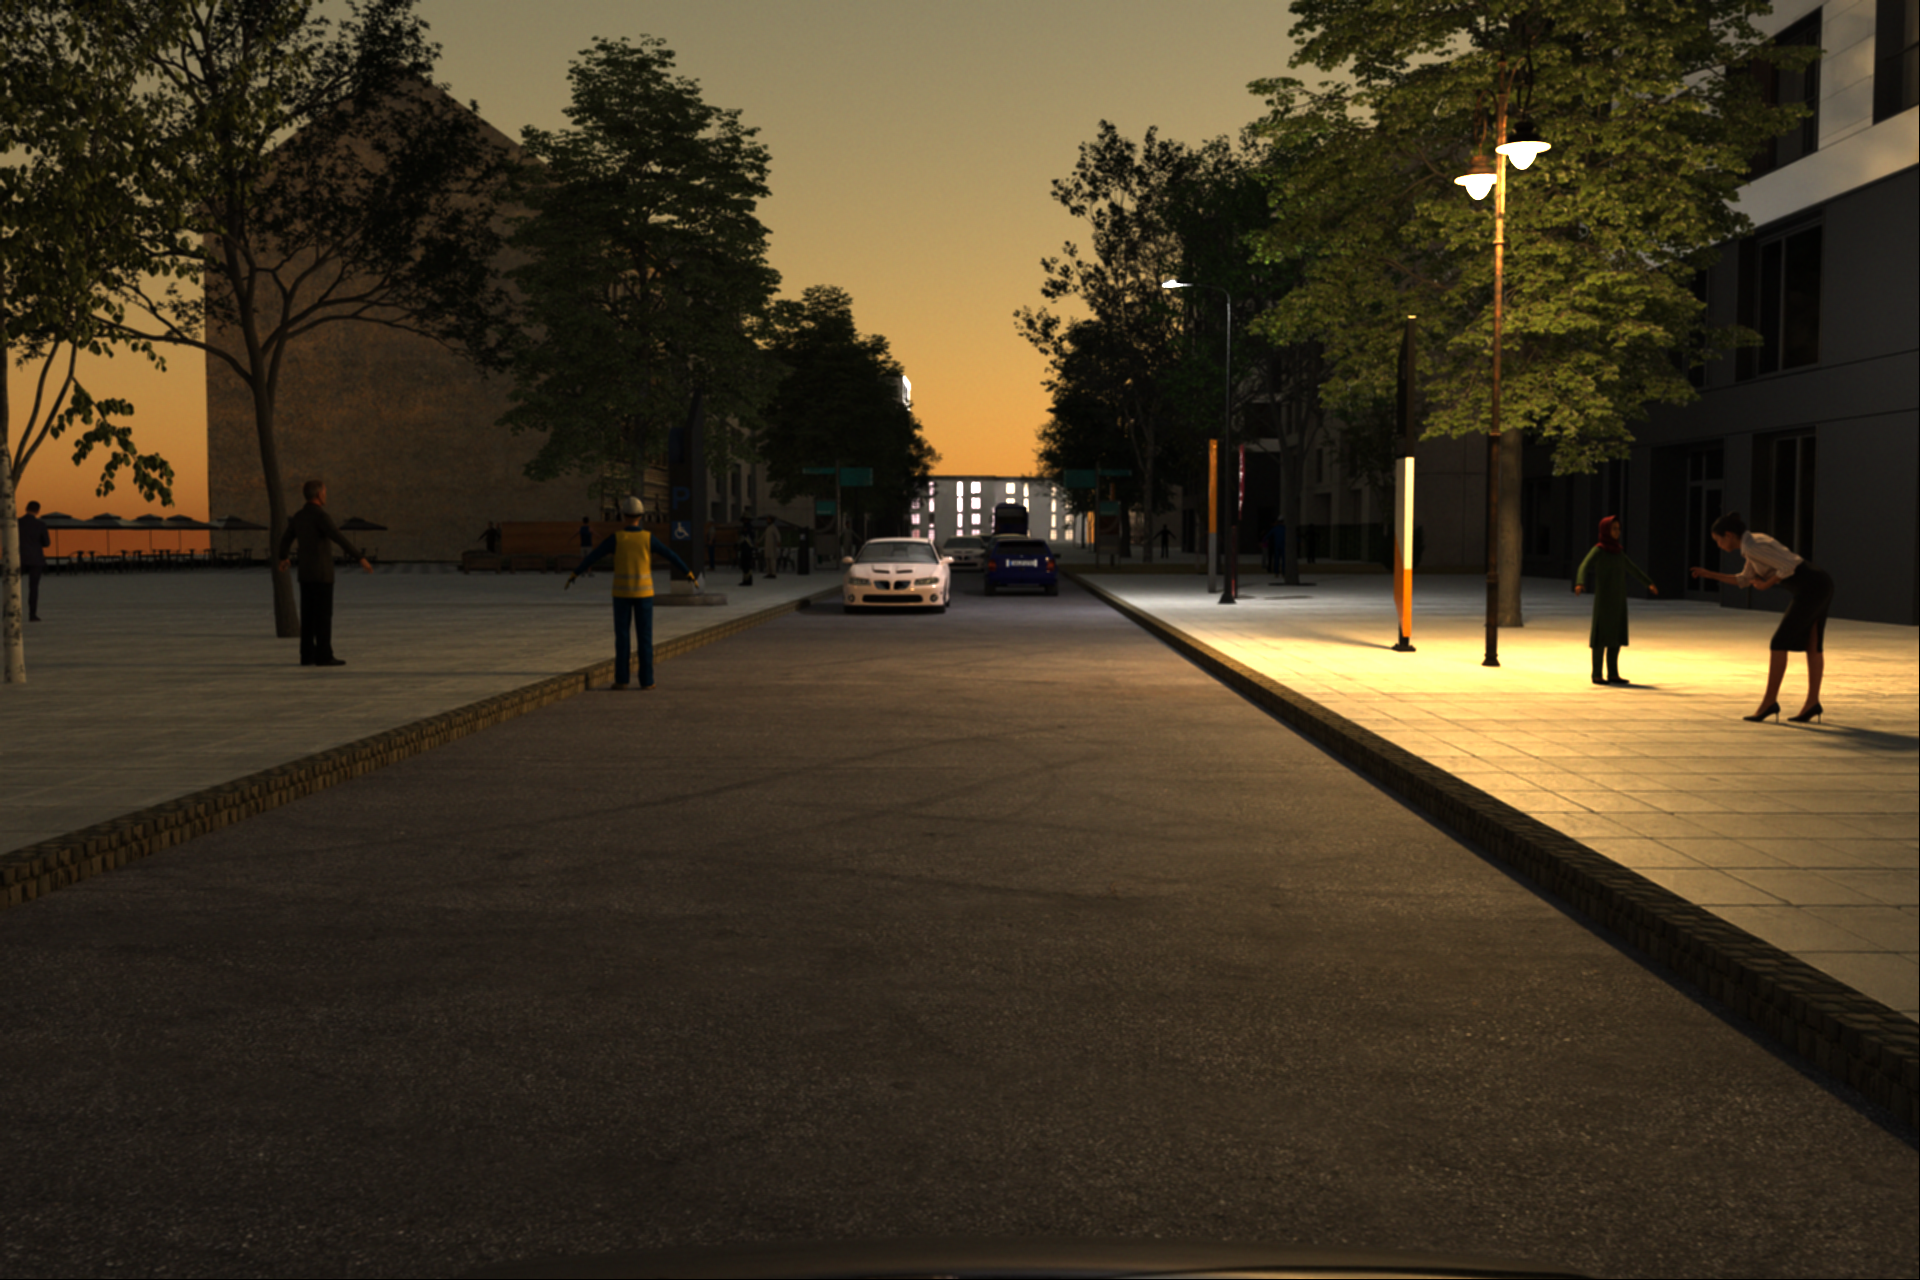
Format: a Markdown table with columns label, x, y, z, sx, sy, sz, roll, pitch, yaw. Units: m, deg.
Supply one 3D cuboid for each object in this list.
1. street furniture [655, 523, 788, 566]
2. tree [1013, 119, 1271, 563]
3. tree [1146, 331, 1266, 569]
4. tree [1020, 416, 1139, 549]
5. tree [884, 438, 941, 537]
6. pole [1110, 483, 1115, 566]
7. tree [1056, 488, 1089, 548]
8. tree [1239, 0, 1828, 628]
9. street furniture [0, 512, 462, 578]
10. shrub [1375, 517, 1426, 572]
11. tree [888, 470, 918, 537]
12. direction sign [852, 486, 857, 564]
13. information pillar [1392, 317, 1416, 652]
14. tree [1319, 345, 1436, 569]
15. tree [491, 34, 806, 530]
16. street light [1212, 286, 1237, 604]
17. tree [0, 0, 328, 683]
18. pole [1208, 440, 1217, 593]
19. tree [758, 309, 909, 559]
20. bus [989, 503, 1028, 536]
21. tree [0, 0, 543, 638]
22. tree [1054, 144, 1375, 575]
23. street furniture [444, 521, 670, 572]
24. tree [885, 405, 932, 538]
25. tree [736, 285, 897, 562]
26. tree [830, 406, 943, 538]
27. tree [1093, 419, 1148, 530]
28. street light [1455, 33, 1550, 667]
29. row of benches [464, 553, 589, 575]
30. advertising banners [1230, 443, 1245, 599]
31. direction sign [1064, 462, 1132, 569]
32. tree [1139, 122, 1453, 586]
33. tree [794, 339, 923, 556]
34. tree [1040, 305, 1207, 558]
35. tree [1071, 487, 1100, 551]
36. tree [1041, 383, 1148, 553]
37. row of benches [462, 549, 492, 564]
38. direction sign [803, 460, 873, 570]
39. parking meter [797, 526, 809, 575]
| label | x | y | z | sx | sy | sz | roll | pitch | yaw |
| --- | --- | --- | --- | --- | --- | --- | --- | --- | --- |
| street furniture | -12.941 | -4.127 | 74.324 | 11.010 | 1.723 | 9.812 | 0 | 4 | -8 |
| tree | 8.536 | -13.608 | 78.372 | 12.611 | 20.169 | 13.585 | 0 | 3 | 0 |
| tree | 8.956 | -6.910 | 63.335 | 4.737 | 8.622 | 4.395 | 0 | 3 | 0 |
| tree | 10.777 | -14.700 | 150.710 | 12.009 | 13.543 | 11.850 | 0 | 3 | 0 |
| tree | -5.062 | -12.748 | 142.837 | 7.601 | 10.594 | 8.767 | -1 | 4 | -23 |
| pole | 6.087 | -4.605 | 69.141 | 0.158 | 3.312 | 0.155 | 0 | 3 | 0 |
| tree | 10.765 | -12.914 | 161.507 | 4.737 | 8.622 | 4.395 | 0 | 3 | 0 |
| tree | 7.646 | -6.476 | 24.014 | 7.486 | 12.596 | 7.792 | 0 | 3 | 0 |
| street furniture | -30.323 | -3.645 | 64.629 | 14.083 | 1.986 | 27.439 | 1 | 4 | 15 |
| shrub | 14.799 | -3.285 | 58.124 | 1.690 | 2.028 | 1.600 | 0 | 3 | 0 |
| tree | -5.311 | -12.320 | 151.792 | 4.737 | 8.622 | 4.395 | 0 | 3 | 0 |
| direction sign | -4.481 | -5.064 | 74.797 | 0.379 | 3.537 | 0.876 | 0 | 4 | 1 |
| information pillar | 4.872 | -1.690 | 18.979 | 0.183 | 3.616 | 0.504 | 0 | 4 | 1 |
| tree | 15.269 | -6.877 | 62.809 | 4.737 | 8.622 | 4.395 | 0 | 3 | 0 |
| tree | -7.172 | -7.460 | 40.097 | 7.486 | 12.596 | 7.792 | 0 | 3 | 0 |
| street light | 5.462 | -3.619 | 31.710 | 1.470 | 5.913 | 1.316 | 0 | 4 | 1 |
| tree | -7.921 | -3.931 | 14.639 | 4.737 | 8.622 | 4.395 | 0 | 3 | 0 |
| pole | 5.466 | -2.669 | 37.489 | 0.158 | 3.312 | 0.155 | 0 | 3 | 0 |
| tree | -6.410 | -10.413 | 88.382 | 7.486 | 12.596 | 7.792 | 0 | 3 | 0 |
| bus | 3.811 | -8.808 | 135.563 | 2.896 | 3.916 | 12.251 | 0 | 3 | 0 |
| tree | -8.687 | -5.314 | 21.299 | 7.601 | 10.594 | 8.767 | 0 | 4 | 8 |
| tree | 8.070 | -8.820 | 54.583 | 12.009 | 13.543 | 11.850 | 0 | 3 | 0 |
| street furniture | -14.997 | -3.412 | 62.640 | 9.812 | 1.723 | 11.010 | 1 | 4 | 12 |
| tree | -5.623 | -12.610 | 131.922 | 9.928 | 11.665 | 9.643 | 0 | 3 | 0 |
| tree | -6.600 | -9.873 | 79.549 | 7.486 | 12.596 | 7.792 | 0 | 3 | 0 |
| tree | -5.547 | -11.498 | 122.399 | 8.767 | 10.594 | 7.601 | 0 | 4 | -7 |
| tree | 9.279 | -9.581 | 107.009 | 4.360 | 8.622 | 3.978 | 0 | 3 | 0 |
| street light | 5.165 | -2.684 | 16.667 | 0.468 | 5.910 | 1.993 | 0 | 4 | 1 |
| row of benches | -13.983 | -2.461 | 55.702 | 4.104 | 0.672 | 1.422 | -2 | 4 | -24 |
| advertising banners | 5.441 | -2.330 | 34.282 | 0.090 | 3.025 | 2.074 | 0 | 4 | 1 |
| direction sign | 5.090 | -4.574 | 63.548 | 2.525 | 3.948 | 1.411 | 0 | 3 | 0 |
| tree | 8.322 | -7.177 | 43.105 | 9.928 | 11.665 | 9.643 | 0 | 3 | 0 |
| tree | -6.035 | -11.213 | 101.467 | 7.486 | 12.596 | 7.792 | 0 | 3 | 0 |
| tree | 9.018 | -11.495 | 94.595 | 9.857 | 13.997 | 8.962 | 0 | 3 | 0 |
| tree | 9.816 | -10.994 | 130.114 | 4.360 | 8.622 | 3.978 | 0 | 3 | 0 |
| tree | 9.252 | -11.802 | 118.722 | 9.928 | 11.665 | 9.643 | 0 | 3 | 0 |
| row of benches | -19.721 | -3.380 | 70.724 | 1.422 | 0.672 | 4.104 | 0 | 4 | -7 |
| direction sign | -4.351 | -4.520 | 62.656 | 2.525 | 3.948 | 1.411 | 0 | 4 | 3 |
| parking meter | -4.936 | -2.821 | 54.541 | 0.372 | 1.533 | 0.369 | 0 | 3 | 0 |
